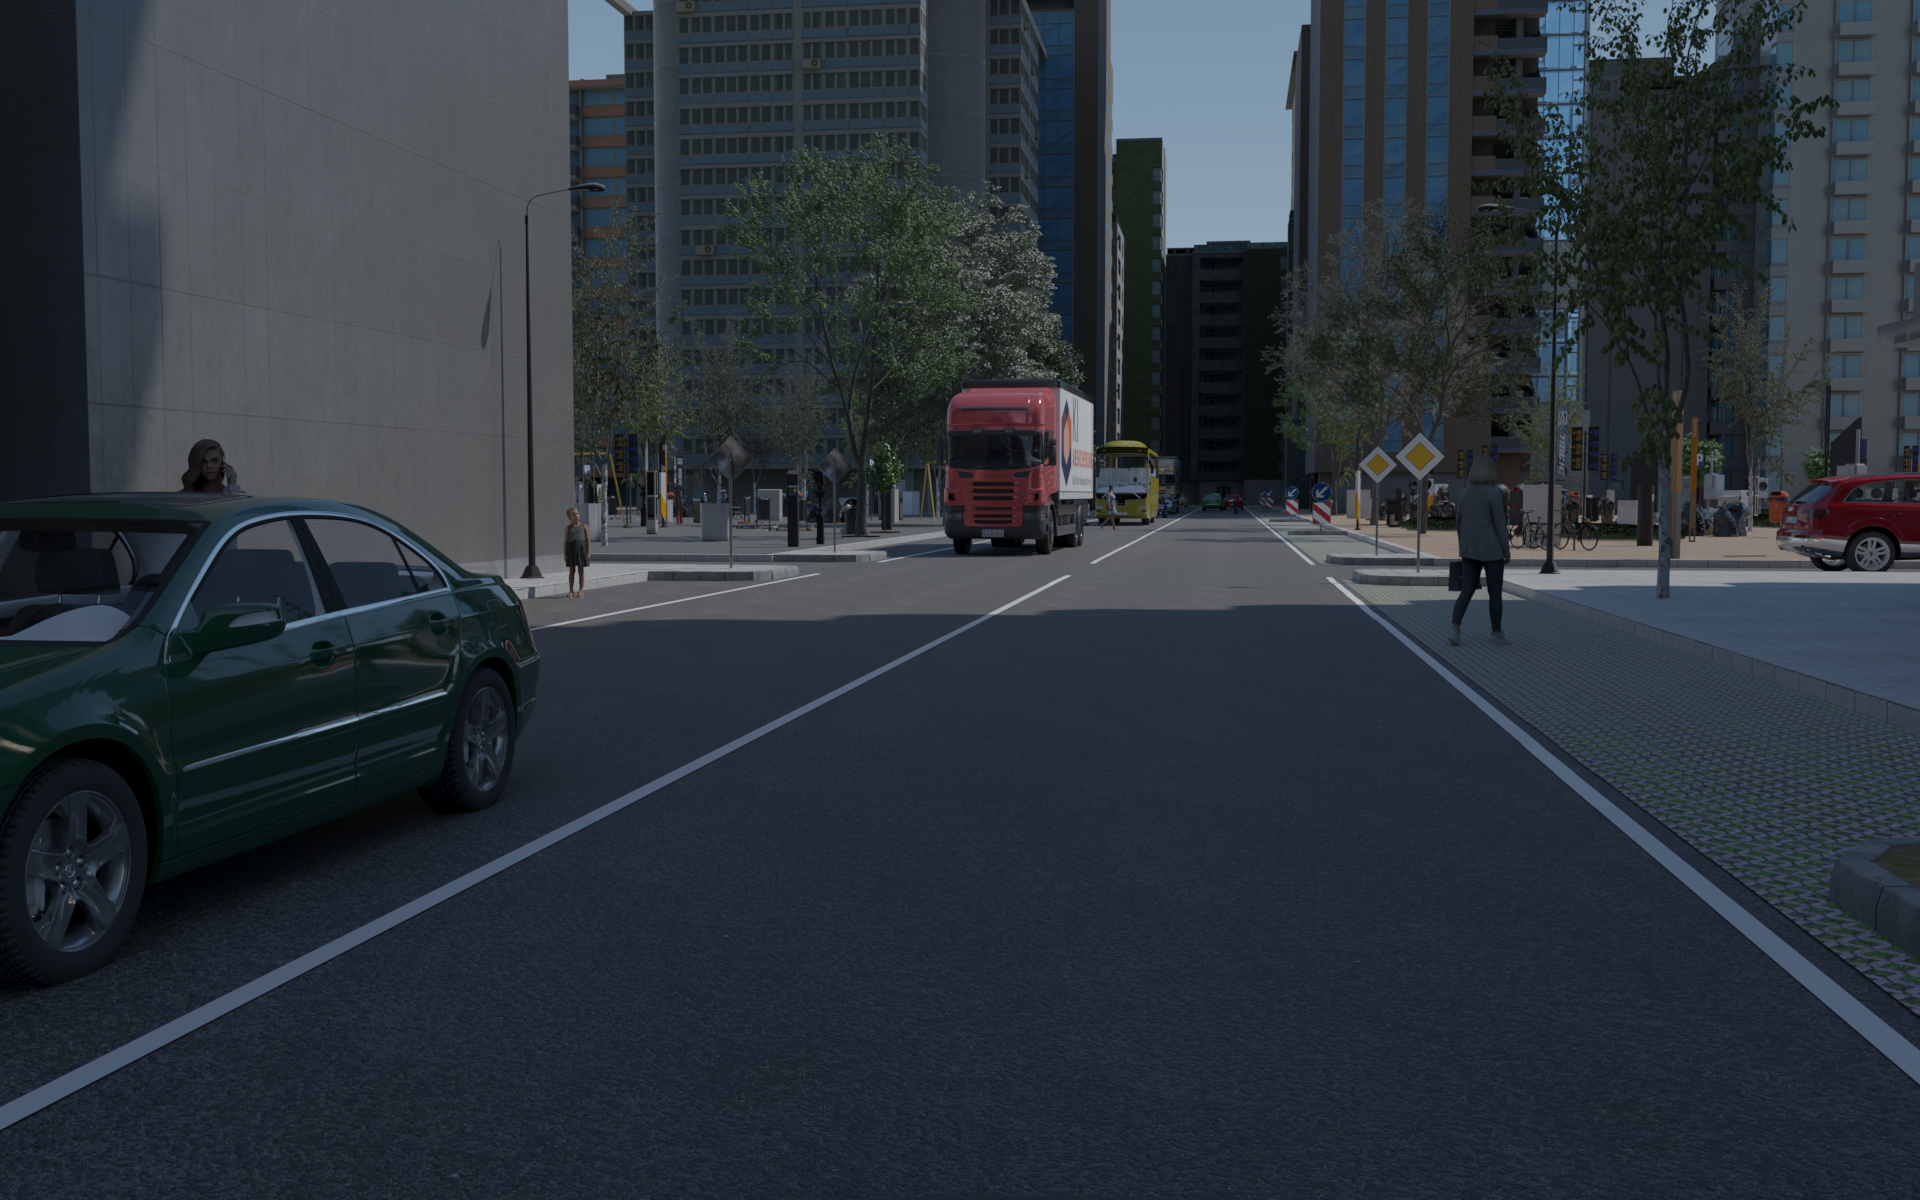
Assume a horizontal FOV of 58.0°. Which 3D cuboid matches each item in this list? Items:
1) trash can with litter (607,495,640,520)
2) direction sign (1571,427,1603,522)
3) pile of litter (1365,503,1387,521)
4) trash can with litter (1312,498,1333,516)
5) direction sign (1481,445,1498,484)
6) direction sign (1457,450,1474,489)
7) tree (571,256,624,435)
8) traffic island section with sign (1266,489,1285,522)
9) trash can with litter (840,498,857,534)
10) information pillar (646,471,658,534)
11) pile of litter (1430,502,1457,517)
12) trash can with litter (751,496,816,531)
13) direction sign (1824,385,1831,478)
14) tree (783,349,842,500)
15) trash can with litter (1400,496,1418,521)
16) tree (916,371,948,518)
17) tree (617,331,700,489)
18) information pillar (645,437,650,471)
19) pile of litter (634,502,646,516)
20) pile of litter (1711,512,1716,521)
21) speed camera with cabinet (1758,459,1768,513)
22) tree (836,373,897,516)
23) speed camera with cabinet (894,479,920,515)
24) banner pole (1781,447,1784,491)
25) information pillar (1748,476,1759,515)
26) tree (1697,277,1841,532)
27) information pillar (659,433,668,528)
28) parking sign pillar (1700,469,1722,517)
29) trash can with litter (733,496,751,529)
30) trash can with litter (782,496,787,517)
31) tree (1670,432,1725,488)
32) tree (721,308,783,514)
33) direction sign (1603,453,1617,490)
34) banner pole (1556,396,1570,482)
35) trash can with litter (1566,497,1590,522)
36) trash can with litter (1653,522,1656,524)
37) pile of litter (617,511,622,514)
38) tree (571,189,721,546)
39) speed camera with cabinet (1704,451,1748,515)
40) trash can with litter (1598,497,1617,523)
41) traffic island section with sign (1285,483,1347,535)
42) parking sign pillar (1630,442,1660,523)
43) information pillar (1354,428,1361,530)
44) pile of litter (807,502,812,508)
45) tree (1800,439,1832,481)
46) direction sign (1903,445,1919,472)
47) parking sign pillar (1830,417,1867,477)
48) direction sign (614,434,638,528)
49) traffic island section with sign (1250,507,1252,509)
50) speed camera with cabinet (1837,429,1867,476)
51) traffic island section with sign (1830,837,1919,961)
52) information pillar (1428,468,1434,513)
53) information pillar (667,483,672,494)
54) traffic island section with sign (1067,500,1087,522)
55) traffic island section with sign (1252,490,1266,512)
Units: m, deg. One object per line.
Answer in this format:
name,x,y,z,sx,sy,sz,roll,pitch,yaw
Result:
trash can with litter,-17.237,-4.653,87.128,2.233,1.210,1.678,1,4,14
direction sign,21.009,-4.053,58.266,0.876,3.537,0.379,2,4,26
pile of litter,20.213,-4.278,83.914,1.176,0.858,1.719,1,4,18
trash can with litter,20.262,-5.226,96.831,1.055,1.170,0.624,0,4,-7
direction sign,24.499,-5.392,80.158,0.379,3.537,0.876,-3,5,-39
direction sign,25.822,-5.905,88.544,0.876,3.537,0.379,3,5,44
tree,-14.483,-7.483,56.756,7.601,10.594,8.767,0,4,6
traffic island section with sign,16.857,-4.897,88.686,1.989,1.847,2.006,1,4,9
trash can with litter,-3.542,-2.667,54.988,0.624,1.170,1.055,-2,4,-25
information pillar,-9.823,-3.103,55.227,0.304,2.012,0.304,0,4,5
pile of litter,25.893,-4.717,91.083,1.719,0.858,1.176,3,5,44
trash can with litter,-5.975,-3.023,60.481,2.233,1.210,1.678,0,4,2
direction sign,18.212,-2.717,36.426,0.379,3.537,0.876,1,4,22
tree,-8.091,-8.371,87.226,4.360,8.622,3.978,0,3,0
trash can with litter,18.670,-3.708,72.008,1.055,1.170,0.624,1,4,13
tree,-1.077,-8.702,92.641,4.360,8.622,3.978,0,3,0
tree,-13.960,-7.846,78.651,4.737,8.622,4.395,0,3,0
information pillar,-12.871,-4.900,71.463,0.183,3.616,0.504,-1,4,-23
pile of litter,-19.216,-5.538,104.515,1.176,0.858,1.719,1,4,21
pile of litter,37.089,-4.277,83.901,1.176,0.858,1.719,-3,5,-42
speed camera with cabinet,44.979,-6.384,98.713,2.038,3.252,0.660,-1,4,-10
tree,-5.306,-9.137,99.754,4.737,8.622,4.395,0,3,0
speed camera with cabinet,-3.306,-6.798,105.480,0.660,3.252,2.038,-3,5,-41
banner pole,44.051,-6.292,92.883,0.401,3.779,0.863,1,4,23
information pillar,32.720,-4.094,71.435,0.304,2.012,0.304,3,5,45
tree,27.132,-6.630,58.766,4.360,8.622,3.978,0,3,0
information pillar,-11.393,-4.586,66.336,0.183,3.616,0.504,1,4,12
parking sign pillar,41.340,-6.541,95.415,1.447,3.967,1.447,-2,4,-26
trash can with litter,-7.590,-3.236,63.967,2.233,1.210,1.678,1,4,16
trash can with litter,-9.619,-5.279,97.698,1.055,1.170,0.624,1,4,11
tree,37.534,-6.436,88.946,4.285,4.588,4.351,0,3,0
tree,-9.650,-7.285,69.466,4.360,8.622,3.978,0,3,0
direction sign,36.038,-6.379,96.297,0.876,3.537,0.379,0,4,4
banner pole,14.989,-3.266,43.410,0.401,3.779,0.863,-1,4,-16
trash can with litter,25.426,-3.652,71.104,1.055,1.170,0.624,2,4,26
trash can with litter,26.770,-3.414,66.874,1.678,1.210,2.233,2,4,34
pile of litter,-22.422,-5.929,110.910,1.719,0.858,1.176,0,4,-6
tree,-8.733,-5.651,42.759,4.360,8.622,3.978,0,3,0
speed camera with cabinet,34.700,-5.142,78.403,0.660,3.252,2.038,-2,4,-25
trash can with litter,27.572,-3.783,73.236,1.055,1.170,0.624,0,4,-5
traffic island section with sign,12.523,-3.185,60.711,1.989,1.847,2.006,1,4,9
parking sign pillar,30.514,-5.412,76.952,1.447,3.967,1.447,-3,4,-38
information pillar,14.148,-4.295,61.581,0.183,3.616,0.504,1,4,22
pile of litter,-9.151,-5.376,101.859,1.176,0.858,1.719,3,4,38
tree,51.813,-7.304,103.128,4.285,4.588,4.351,0,3,0
direction sign,44.436,-5.444,81.011,0.379,3.537,0.876,-1,4,-14
parking sign pillar,31.412,-4.452,61.269,1.447,3.967,1.447,-1,4,-15
direction sign,-12.612,-4.495,65.495,0.876,3.537,0.379,0,4,1
traffic island section with sign,28.485,-9.486,163.727,1.989,1.847,2.006,1,4,9
speed camera with cabinet,27.918,-3.607,53.305,2.038,3.252,0.660,-2,4,-24
traffic island section with sign,3.967,0.195,5.446,1.989,1.847,2.006,1,4,9
information pillar,25.284,-6.244,93.446,0.504,3.616,0.183,0,4,1
information pillar,-18.645,-6.508,110.902,0.304,2.012,0.304,1,4,10
traffic island section with sign,5.510,-4.920,89.072,1.989,1.847,2.006,1,4,9
traffic island section with sign,24.299,-7.834,136.721,1.989,1.847,2.006,1,4,9
